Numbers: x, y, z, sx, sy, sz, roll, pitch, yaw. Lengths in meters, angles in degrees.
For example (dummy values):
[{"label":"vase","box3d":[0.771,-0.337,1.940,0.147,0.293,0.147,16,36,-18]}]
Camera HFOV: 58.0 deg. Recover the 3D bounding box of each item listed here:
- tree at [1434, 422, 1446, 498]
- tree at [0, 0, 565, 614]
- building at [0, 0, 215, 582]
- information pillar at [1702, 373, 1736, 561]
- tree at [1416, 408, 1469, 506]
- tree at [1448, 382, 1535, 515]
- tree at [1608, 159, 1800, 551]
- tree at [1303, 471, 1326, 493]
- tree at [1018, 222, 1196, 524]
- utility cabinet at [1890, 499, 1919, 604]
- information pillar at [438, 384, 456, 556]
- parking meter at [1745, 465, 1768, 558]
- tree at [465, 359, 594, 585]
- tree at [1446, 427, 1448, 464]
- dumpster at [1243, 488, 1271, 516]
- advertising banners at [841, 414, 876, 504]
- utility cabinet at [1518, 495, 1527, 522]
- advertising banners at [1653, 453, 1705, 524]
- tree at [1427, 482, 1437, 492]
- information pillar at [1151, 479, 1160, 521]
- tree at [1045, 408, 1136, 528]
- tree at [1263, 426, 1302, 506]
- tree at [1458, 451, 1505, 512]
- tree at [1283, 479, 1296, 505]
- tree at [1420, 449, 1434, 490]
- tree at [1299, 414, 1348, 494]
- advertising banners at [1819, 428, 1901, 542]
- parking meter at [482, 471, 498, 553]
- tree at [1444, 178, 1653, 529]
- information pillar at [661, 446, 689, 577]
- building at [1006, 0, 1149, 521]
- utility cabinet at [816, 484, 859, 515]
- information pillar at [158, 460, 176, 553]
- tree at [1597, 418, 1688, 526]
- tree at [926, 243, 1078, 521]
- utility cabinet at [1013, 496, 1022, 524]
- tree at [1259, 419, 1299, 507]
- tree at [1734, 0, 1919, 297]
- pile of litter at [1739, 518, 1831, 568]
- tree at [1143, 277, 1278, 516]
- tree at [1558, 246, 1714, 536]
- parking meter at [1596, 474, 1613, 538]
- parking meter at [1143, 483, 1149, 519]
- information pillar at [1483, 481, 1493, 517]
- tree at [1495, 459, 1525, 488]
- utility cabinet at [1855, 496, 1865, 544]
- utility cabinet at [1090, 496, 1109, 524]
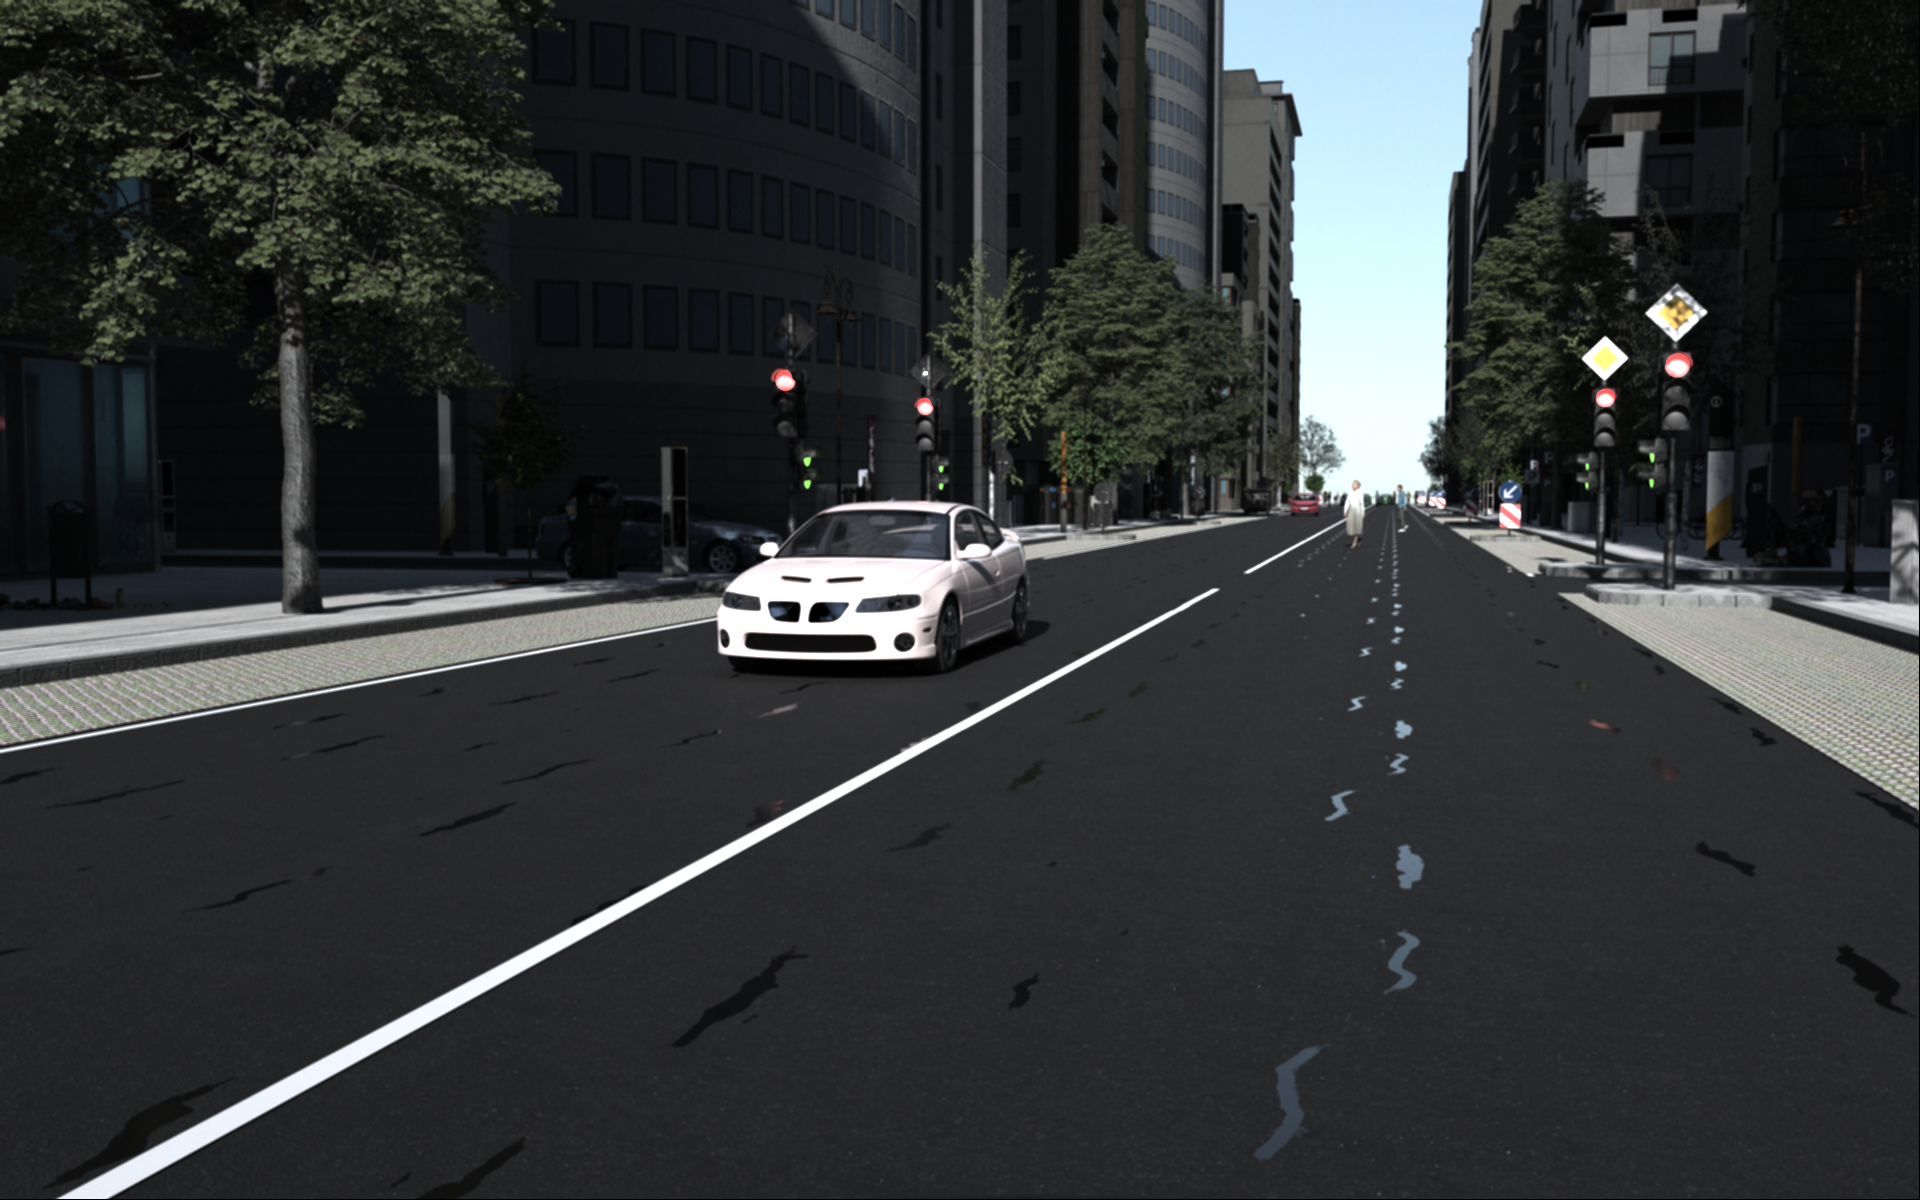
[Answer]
[{"label":"tree","box3d":[39.072,-11.207,133.593,4.360,8.622,3.978,0,3,0]},{"label":"tree","box3d":[-7.278,-6.106,17.965,7.486,12.596,7.792,0,3,0]},{"label":"building","box3d":[-27.777,-24.536,20.772,30.456,49.044,23.786,1,4,14]},{"label":"information pillar","box3d":[14.661,-2.572,33.413,0.183,3.616,0.504,-3,5,-41]},{"label":"tree","box3d":[53.217,-15.462,187.223,8.767,10.594,7.601,3,5,45]},{"label":"tree","box3d":[33.278,-9.622,107.683,4.360,8.622,3.978,0,3,0]},{"label":"tree","box3d":[16.639,-5.437,39.265,4.360,8.622,3.978,0,3,0]},{"label":"tree","box3d":[51.519,-16.372,251.392,4.285,4.588,4.351,0,3,0]},{"label":"tree","box3d":[6.289,-9.490,73.286,7.486,12.596,7.792,0,3,0]},{"label":"utility cabinet","box3d":[11.505,-0.575,20.560,1.020,1.237,0.306,-2,4,-27]},{"label":"information pillar","box3d":[-10.675,-2.731,36.002,0.504,3.616,0.183,3,5,43]},{"label":"parking meter","box3d":[15.994,-1.779,34.805,0.399,1.863,0.255,2,4,26]},{"label":"tree","box3d":[-6.353,-1.859,24.989,1.663,3.219,1.824,0,3,0]},{"label":"tree","box3d":[34.913,-10.123,115.871,4.360,8.622,3.978,0,3,0]},{"label":"dumpster","box3d":[19.669,-6.517,114.760,1.865,1.857,1.264,1,4,14]},{"label":"advertising banners","box3d":[-2.167,-2.532,37.584,0.090,3.025,2.074,1,4,17]},{"label":"utility cabinet","box3d":[25.548,-4.126,78.623,0.306,1.237,1.020,1,4,10]},{"label":"advertising banners","box3d":[31.072,-4.809,74.809,2.074,3.025,0.090,0,4,7]},{"label":"tree","box3d":[67.521,-15.467,247.480,1.663,3.219,1.824,0,3,0]},{"label":"information pillar","box3d":[9.231,-4.734,81.900,0.304,2.012,0.304,3,5,45]},{"label":"tree","box3d":[4.962,-5.031,65.963,4.285,4.588,4.351,0,3,0]},{"label":"tree","box3d":[33.684,-14.190,182.363,4.737,8.622,4.395,0,3,0]},{"label":"tree","box3d":[37.699,-8.660,125.303,4.285,4.588,4.351,0,3,0]},{"label":"tree","box3d":[38.835,-12.900,205.513,1.663,3.219,1.824,0,3,0]},{"label":"tree","box3d":[59.372,-16.103,213.646,4.360,8.622,3.978,0,3,0]},{"label":"tree","box3d":[53.426,-21.509,262.034,12.009,13.543,11.850,0,3,0]},{"label":"advertising banners","box3d":[23.785,-3.041,45.911,2.074,3.025,0.090,0,4,8]},{"label":"parking meter","box3d":[-10.137,-1.951,37.610,0.399,1.863,0.255,1,4,9]},{"label":"tree","box3d":[21.441,-8.862,63.018,7.486,12.596,7.792,0,3,0]},{"label":"information pillar","box3d":[-4.434,-1.373,26.935,0.304,2.012,0.304,-3,5,-40]},{"label":"building","box3d":[1.434,-19.261,86.620,14.160,30.474,14.107,1,4,14]},{"label":"utility cabinet","box3d":[-2.707,-1.811,38.287,0.318,1.500,1.173,2,4,35]},{"label":"information pillar","box3d":[-17.215,-2.020,37.524,0.304,2.012,0.304,3,5,43]},{"label":"tree","box3d":[27.532,-5.276,69.980,4.285,4.588,4.351,0,3,0]},{"label":"tree","box3d":[1.185,-6.189,51.557,4.737,8.622,4.395,0,3,0]},{"label":"utility cabinet","box3d":[2.837,-3.928,75.383,1.020,1.237,0.306,-1,4,-20]},{"label":"tree","box3d":[31.681,-13.529,171.566,4.360,8.622,3.978,0,3,0]},{"label":"tree","box3d":[10.622,-4.898,14.495,8.767,10.594,7.601,2,4,28]},{"label":"pile of litter","box3d":[14.608,-1.018,30.610,1.719,0.858,1.176,0,4,3]},{"label":"tree","box3d":[13.336,-11.915,101.468,9.857,13.997,8.962,0,3,0]},{"label":"tree","box3d":[20.275,-6.233,52.280,4.737,8.622,4.395,0,3,0]},{"label":"parking meter","box3d":[18.747,-2.731,50.371,0.399,1.863,0.255,-2,4,-23]},{"label":"parking meter","box3d":[9.620,-5.126,89.523,0.255,1.863,0.399,-1,4,-9]},{"label":"information pillar","box3d":[30.458,-5.849,100.130,0.304,2.012,0.304,2,4,29]},{"label":"tree","box3d":[30.107,-6.141,95.012,1.663,3.219,1.824,0,3,0]},{"label":"utility cabinet","box3d":[23.553,-2.061,44.860,1.020,1.237,0.306,-2,4,-28]},{"label":"utility cabinet","box3d":[6.008,-3.935,75.500,1.020,1.237,0.306,-2,4,-32]}]
